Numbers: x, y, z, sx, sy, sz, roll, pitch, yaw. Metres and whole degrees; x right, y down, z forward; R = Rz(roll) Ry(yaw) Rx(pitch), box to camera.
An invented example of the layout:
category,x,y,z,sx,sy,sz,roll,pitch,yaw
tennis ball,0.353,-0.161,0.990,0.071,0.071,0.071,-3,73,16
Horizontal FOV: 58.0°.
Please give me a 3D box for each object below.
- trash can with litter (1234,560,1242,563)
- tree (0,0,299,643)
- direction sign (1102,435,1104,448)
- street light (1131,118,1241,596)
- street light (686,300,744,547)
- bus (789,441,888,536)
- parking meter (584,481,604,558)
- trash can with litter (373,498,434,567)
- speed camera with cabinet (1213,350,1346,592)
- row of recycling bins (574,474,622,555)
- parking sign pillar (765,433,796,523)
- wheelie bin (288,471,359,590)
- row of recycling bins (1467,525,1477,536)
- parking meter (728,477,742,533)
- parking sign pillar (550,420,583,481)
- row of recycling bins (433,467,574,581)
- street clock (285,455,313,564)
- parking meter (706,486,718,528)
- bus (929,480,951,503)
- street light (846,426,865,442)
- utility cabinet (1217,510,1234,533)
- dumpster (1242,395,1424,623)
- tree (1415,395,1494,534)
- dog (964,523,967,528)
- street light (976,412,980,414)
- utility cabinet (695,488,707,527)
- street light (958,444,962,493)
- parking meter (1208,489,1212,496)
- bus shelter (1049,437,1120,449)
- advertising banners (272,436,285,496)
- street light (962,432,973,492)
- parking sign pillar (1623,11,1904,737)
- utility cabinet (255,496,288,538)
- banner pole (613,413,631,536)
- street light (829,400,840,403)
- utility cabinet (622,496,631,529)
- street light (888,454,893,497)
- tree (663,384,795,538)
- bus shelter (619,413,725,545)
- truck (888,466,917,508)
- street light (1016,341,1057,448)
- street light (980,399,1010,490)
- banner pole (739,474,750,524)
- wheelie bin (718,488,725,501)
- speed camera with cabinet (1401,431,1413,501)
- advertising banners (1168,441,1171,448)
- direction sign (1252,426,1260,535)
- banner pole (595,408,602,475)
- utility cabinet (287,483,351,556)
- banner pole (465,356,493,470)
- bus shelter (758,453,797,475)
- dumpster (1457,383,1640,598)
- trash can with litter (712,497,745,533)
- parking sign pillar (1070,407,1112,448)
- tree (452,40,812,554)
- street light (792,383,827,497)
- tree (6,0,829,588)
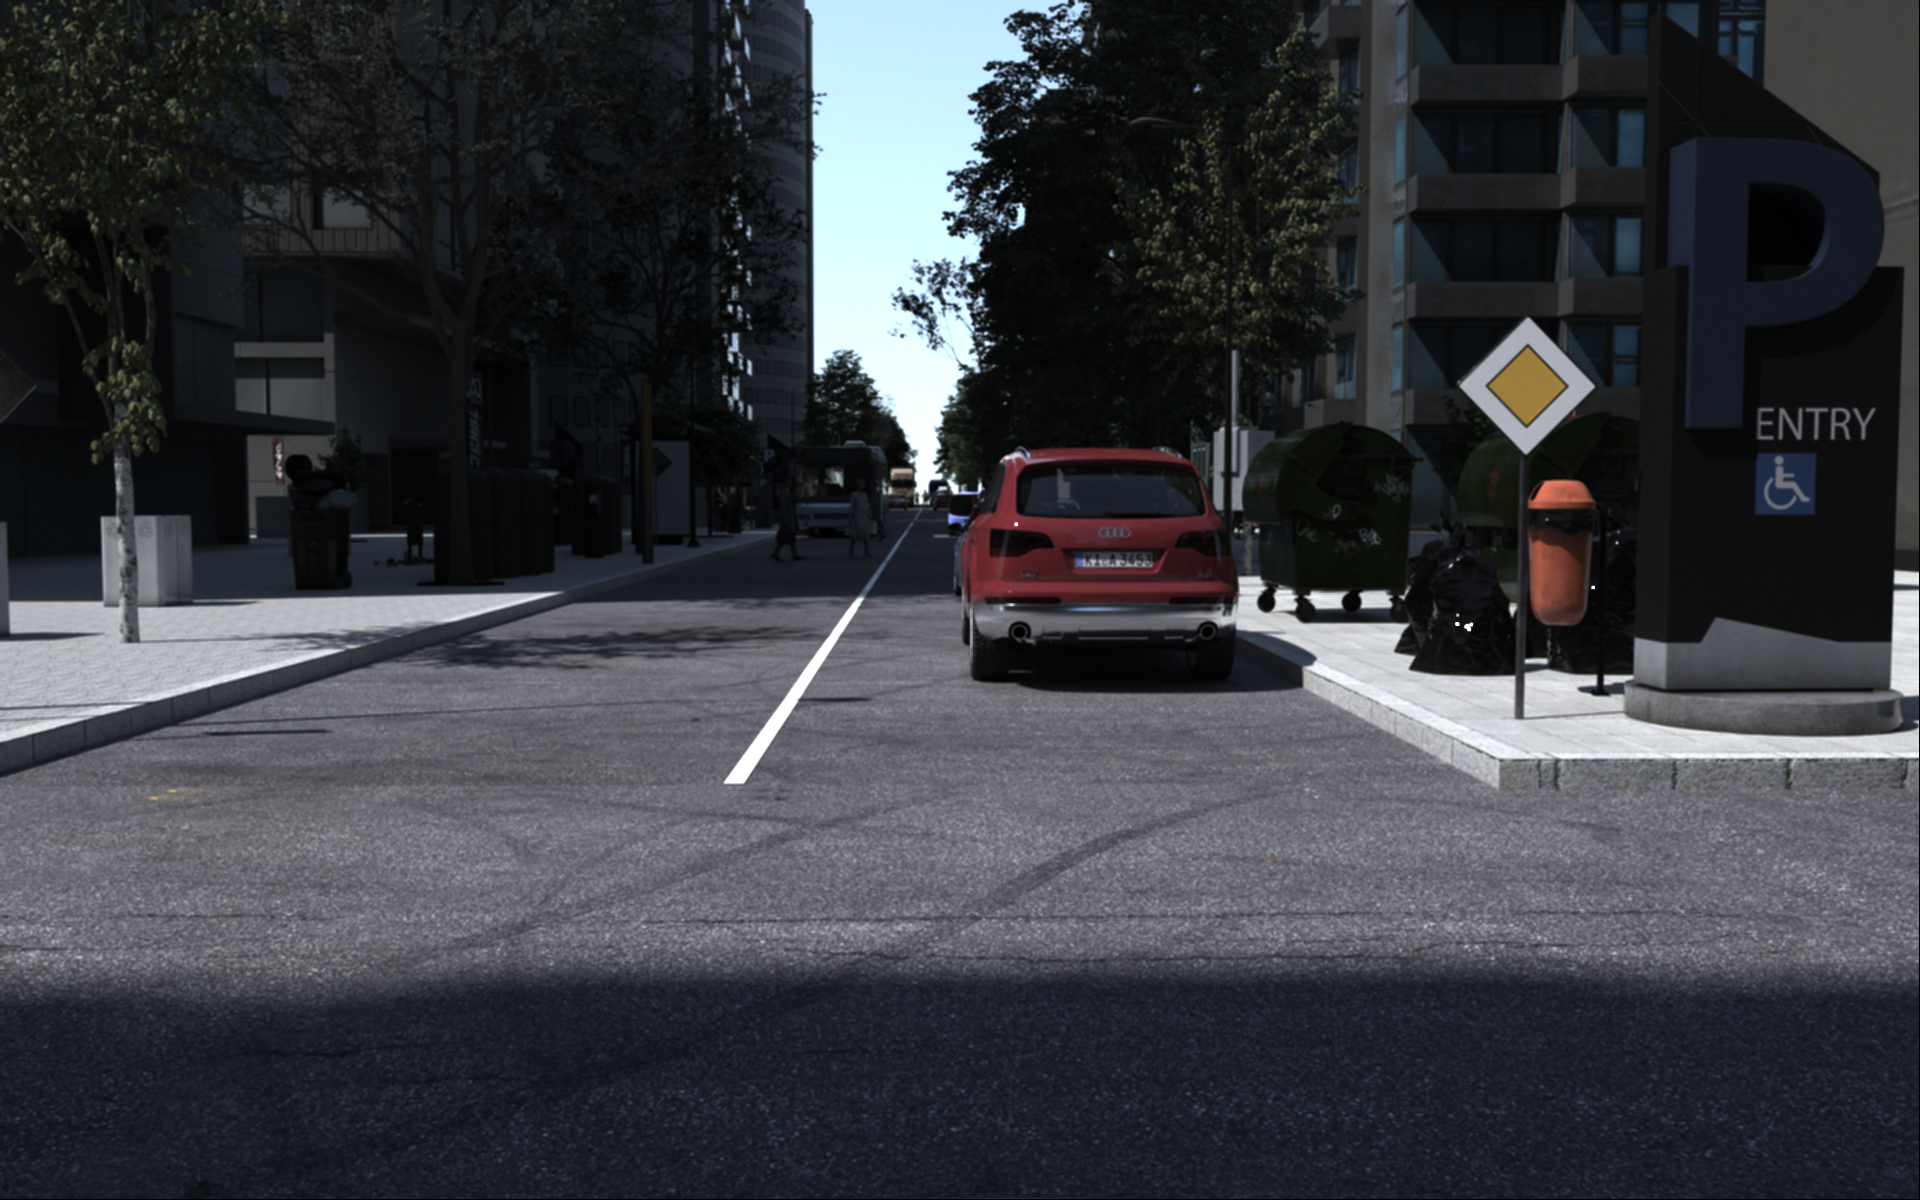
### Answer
category,x,y,z,sx,sy,sz,roll,pitch,yaw
trash can with litter,4.263,-1.317,32.597,2.233,1.210,1.678,3,5,45
tree,-7.325,-3.924,14.521,4.737,8.622,4.395,0,3,0
direction sign,4.084,-3.518,49.523,0.379,3.537,0.876,0,4,4
street light,2.807,-2.998,21.560,1.470,5.913,1.316,0,4,-1
street light,-5.880,-4.223,41.581,1.470,5.913,1.316,0,4,-1
bus,-4.083,-4.088,61.692,2.948,3.499,13.247,0,4,0
parking meter,-7.338,-1.610,34.734,0.372,1.533,0.369,0,3,0
trash can with litter,-10.203,-1.257,31.609,1.678,1.210,2.233,0,4,4
speed camera with cabinet,4.347,-1.783,23.481,0.660,3.252,2.038,-3,4,-36
row of recycling bins,-7.930,-1.885,37.933,1.069,1.692,3.534,-1,4,-8
parking sign pillar,-7.885,-5.366,76.212,1.447,3.967,1.447,1,4,17
wheelie bin,-8.584,-0.942,23.308,0.980,1.594,0.693,0,4,-1
row of recycling bins,11.145,-1.649,34.072,1.069,1.692,3.534,-1,4,-16
parking meter,-7.379,-3.128,56.860,0.399,1.863,0.255,1,4,20
parking sign pillar,-14.171,-4.518,62.349,1.447,3.967,1.447,2,4,34
row of recycling bins,-7.202,-1.222,27.095,1.069,1.692,3.534,0,4,6
street clock,-12.120,-1.665,31.789,0.358,2.002,0.471,1,4,22
parking meter,-9.252,-3.601,64.586,0.399,1.863,0.255,-2,4,-28
bus,-2.705,-14.212,227.218,2.948,3.499,13.247,0,4,0
street light,-7.191,-8.906,118.151,1.470,5.913,1.316,0,4,-1
utility cabinet,8.637,-2.776,56.549,0.306,1.237,1.020,2,4,30
dumpster,3.832,-0.944,17.932,1.502,2.255,1.985,0,4,-1
tree,8.667,-2.104,29.003,1.663,3.219,1.824,0,3,0
dog,0.160,-1.321,38.434,0.513,0.831,0.800,1,4,9
street light,1.623,-7.688,98.237,1.470,5.913,1.316,0,4,-1
utility cabinet,-10.035,-3.605,67.616,0.318,1.500,1.173,3,5,40
street light,0.589,-11.535,161.144,1.470,5.913,1.316,0,4,-1
parking meter,10.959,-4.177,76.707,0.372,1.533,0.369,0,3,0
bus shelter,4.136,-3.973,58.887,2.014,3.302,5.546,0,4,-1
advertising banners,-19.921,-3.410,51.935,2.074,3.025,0.090,2,4,31
street light,1.120,-9.596,129.437,1.470,5.913,1.316,0,4,-1
parking sign pillar,4.555,-1.302,9.752,1.447,3.967,1.447,0,4,-3
utility cabinet,-20.143,-2.428,50.860,1.020,1.237,0.306,1,4,13
banner pole,-10.434,-3.886,53.558,0.863,3.779,0.401,-3,5,-39
street light,-6.648,-6.943,86.058,1.470,5.913,1.316,0,4,-1
utility cabinet,-12.179,-3.260,64.469,0.306,1.237,1.020,2,4,24
street light,-8.454,-13.991,201.293,1.470,5.913,1.316,0,4,-1
tree,-7.511,-4.133,51.287,4.285,4.588,4.351,0,3,0
bus shelter,-7.568,-3.191,46.095,2.014,3.302,5.546,0,4,-1
truck,-5.852,-11.517,177.218,2.839,4.237,11.283,0,4,-1
street light,2.383,-4.906,52.761,1.470,5.913,1.316,0,4,-1
street light,1.836,-6.815,83.960,1.470,5.913,1.316,0,4,-1
banner pole,-9.385,-5.197,74.995,0.863,3.779,0.401,2,4,24
wheelie bin,-11.602,-4.560,82.468,0.693,1.594,0.980,0,4,7
speed camera with cabinet,13.261,-3.694,54.729,2.038,3.252,0.660,1,4,16
advertising banners,5.642,-3.101,46.888,0.090,3.025,2.074,0,4,6
direction sign,9.094,-3.791,53.972,0.379,3.537,0.876,-1,4,-22
banner pole,-10.431,-3.674,50.081,0.401,3.779,0.863,-1,4,-22
utility cabinet,-13.143,-1.641,35.515,1.173,1.500,0.318,0,4,-2
banner pole,-8.654,-2.525,31.303,0.401,3.779,0.863,2,4,30
bus shelter,-8.095,-5.275,80.170,2.014,3.302,5.546,0,4,-1
dumpster,5.586,-0.819,15.878,1.502,2.255,1.985,0,4,-1
trash can with litter,-7.753,-2.840,57.821,1.055,1.170,0.624,-2,4,-30
parking sign pillar,4.046,-3.971,53.393,1.447,3.967,1.447,0,4,0
tree,-6.928,-6.251,36.616,8.767,10.594,7.601,1,4,8
street light,-6.482,-6.131,72.779,1.470,5.913,1.316,0,4,-1
tree,-7.062,-6.956,24.107,12.009,13.543,11.850,0,3,0
